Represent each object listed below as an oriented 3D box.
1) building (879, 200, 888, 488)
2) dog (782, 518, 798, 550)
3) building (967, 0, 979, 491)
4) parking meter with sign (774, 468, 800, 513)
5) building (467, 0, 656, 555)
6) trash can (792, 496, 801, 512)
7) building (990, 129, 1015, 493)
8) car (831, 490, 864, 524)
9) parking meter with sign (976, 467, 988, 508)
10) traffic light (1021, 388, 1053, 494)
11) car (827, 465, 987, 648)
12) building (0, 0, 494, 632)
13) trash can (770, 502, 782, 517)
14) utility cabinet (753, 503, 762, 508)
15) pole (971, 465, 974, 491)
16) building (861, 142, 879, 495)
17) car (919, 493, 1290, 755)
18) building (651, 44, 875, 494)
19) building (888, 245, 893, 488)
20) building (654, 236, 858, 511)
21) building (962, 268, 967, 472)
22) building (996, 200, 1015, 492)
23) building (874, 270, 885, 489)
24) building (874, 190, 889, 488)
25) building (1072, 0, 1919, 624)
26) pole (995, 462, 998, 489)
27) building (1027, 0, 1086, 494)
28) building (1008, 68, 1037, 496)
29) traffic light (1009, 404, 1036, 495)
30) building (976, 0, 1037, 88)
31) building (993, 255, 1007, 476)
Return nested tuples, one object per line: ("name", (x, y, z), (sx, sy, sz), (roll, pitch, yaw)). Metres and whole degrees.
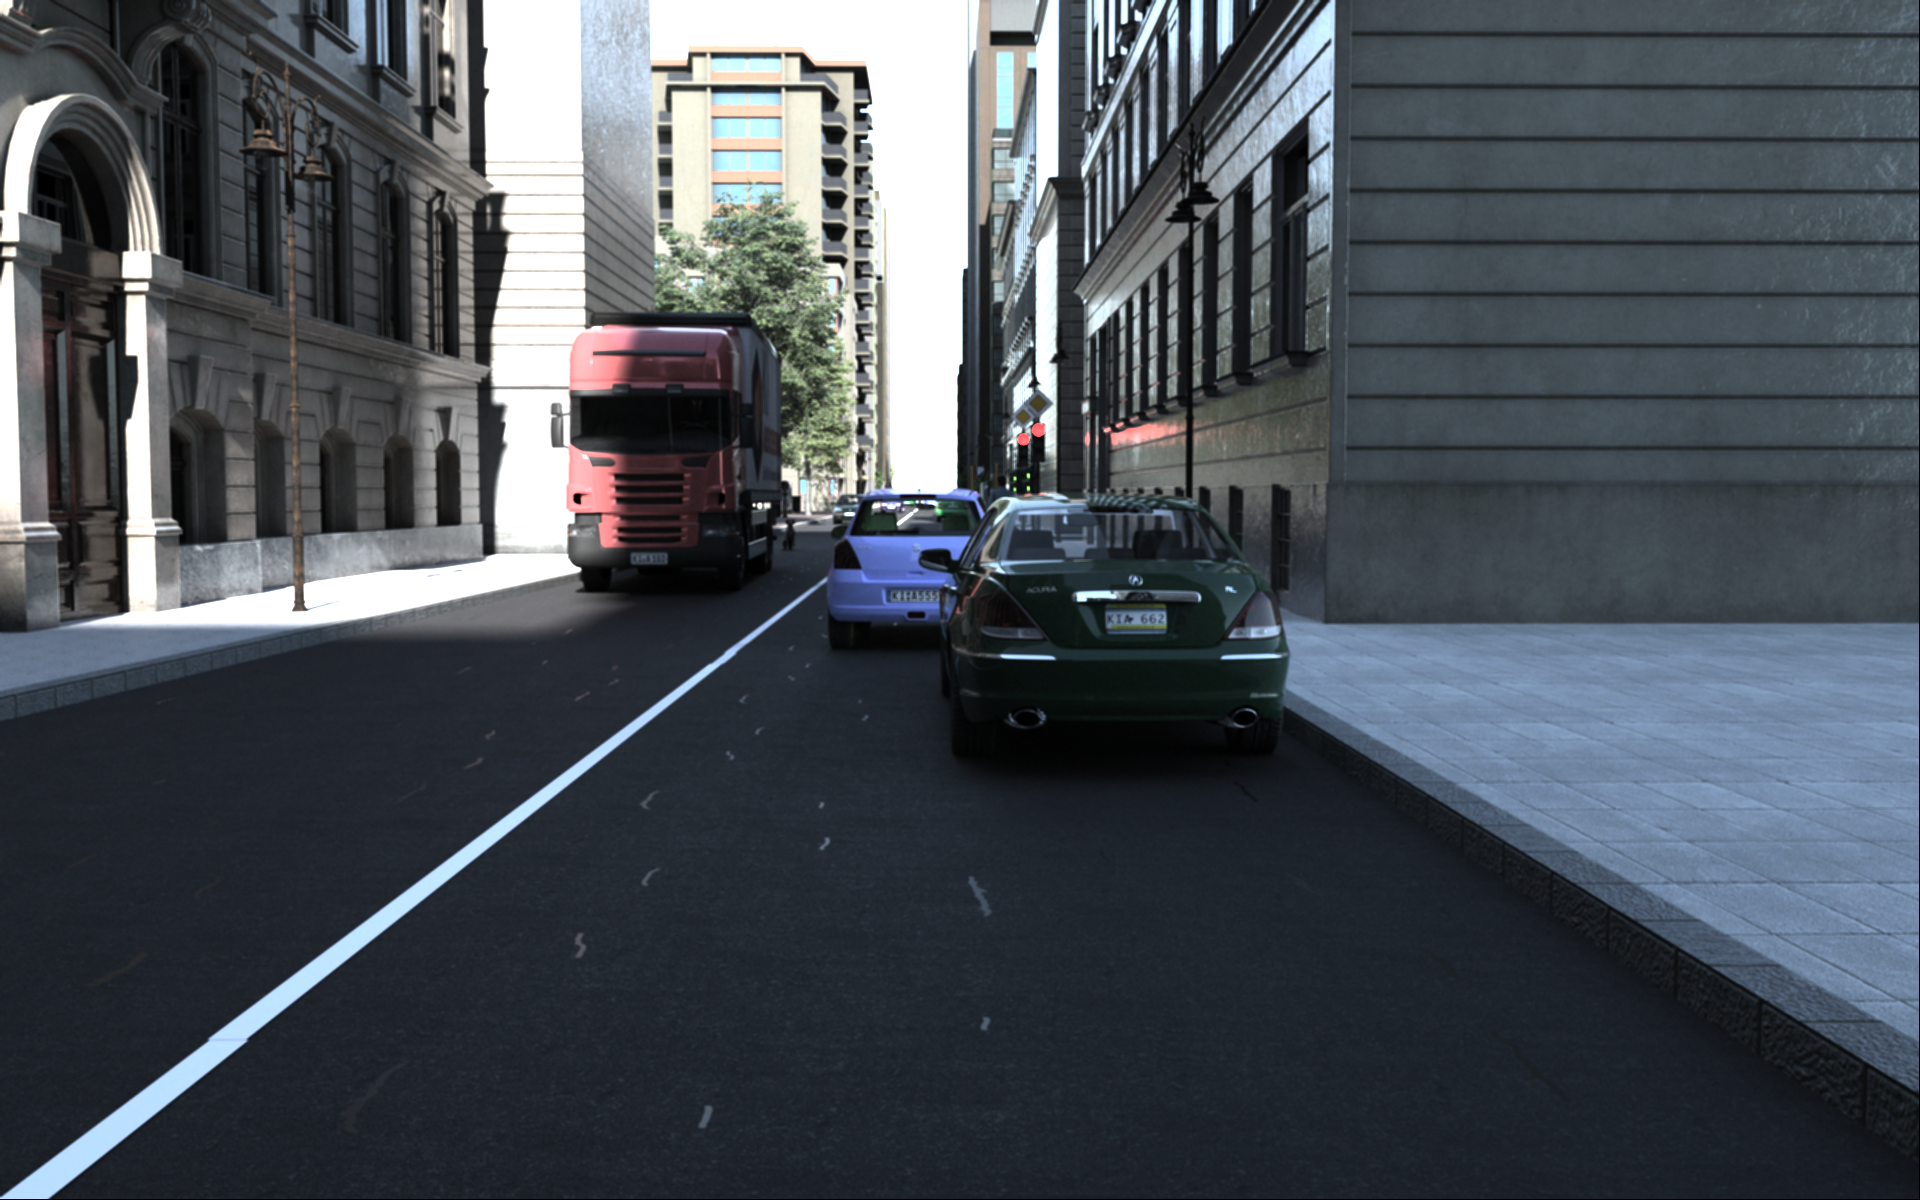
("building", (-17.473, -33.660, 233.940), (14.154, 41.232, 14.086), (0, 4, -1))
("dog", (-4.302, -1.688, 44.435), (0.513, 0.831, 0.800), (2, 4, 24))
("building", (11.195, -38.788, 176.190), (21.231, 58.520, 28.212), (0, 4, -1))
("parking meter with sign", (-11.512, -7.261, 114.977), (1.738, 3.016, 0.543), (0, 4, -4))
("building", (-16.785, -11.705, 40.529), (18.267, 20.994, 9.793), (0, 4, -1))
("trash can", (-11.559, -6.770, 122.346), (0.748, 1.137, 0.748), (0, 3, 0))
("building", (9.415, -22.533, 140.108), (14.160, 30.474, 14.107), (0, 4, -1))
("car", (-5.186, -4.522, 83.717), (2.009, 1.686, 4.222), (0, 4, 0))
("parking meter with sign", (1.539, -6.919, 109.394), (0.543, 3.016, 1.738), (-1, 4, -17))
("traffic light", (2.062, -3.504, 46.215), (0.839, 4.253, 0.868), (0, 4, -1))
("car", (-0.358, -0.477, 17.387), (1.945, 1.707, 3.694), (0, 4, 1))
("building", (-14.455, -12.096, 16.862), (14.460, 24.649, 34.723), (0, 4, -1))
("trash can", (-10.213, -5.164, 96.082), (0.748, 1.137, 0.748), (0, 3, 0))
("utility cabinet", (-8.316, -3.612, 67.728), (1.173, 1.500, 0.318), (-1, 4, -9))
("pole", (0.874, -7.920, 123.338), (0.158, 3.312, 0.155), (0, 3, 0))
("building", (-16.859, -31.299, 195.335), (14.154, 41.232, 14.086), (0, 4, -1))
("car", (0.807, 0.051, 10.964), (2.131, 1.459, 4.920), (0, 4, -2))
("building", (-19.815, -31.665, 172.349), (22.147, 44.769, 28.867), (0, 4, -1))
("building", (-18.041, -36.277, 276.717), (14.154, 41.232, 14.086), (0, 4, -1))
("building", (-23.001, -18.292, 144.107), (27.650, 21.520, 28.899), (0, 4, -1))
("building", (7.200, -27.518, 221.619), (14.160, 30.474, 14.107), (0, 4, -1))
("building", (7.621, -14.310, 98.588), (10.561, 19.102, 19.286), (0, 4, -1))
("building", (-16.816, -27.401, 219.701), (14.160, 30.474, 14.107), (0, 4, -1))
("building", (-17.826, -37.431, 262.103), (14.600, 45.320, 14.200), (0, 4, -1))
("building", (10.675, -12.075, 30.714), (16.112, 22.955, 30.059), (0, 4, -1))
("pole", (2.349, -7.207, 111.673), (0.158, 3.312, 0.155), (0, 3, 0))
("building", (15.043, -16.062, 59.877), (25.104, 27.353, 12.463), (0, 4, -1))
("building", (7.484, -14.106, 79.786), (9.793, 20.994, 18.267), (0, 4, -1))
("traffic light", (1.956, -3.993, 54.200), (0.839, 4.253, 0.868), (0, 4, -1))
("building", (8.438, -30.824, 154.088), (14.600, 45.320, 14.200), (0, 4, -1))
("building", (8.413, -17.279, 118.675), (11.583, 22.565, 21.152), (0, 4, -1))
